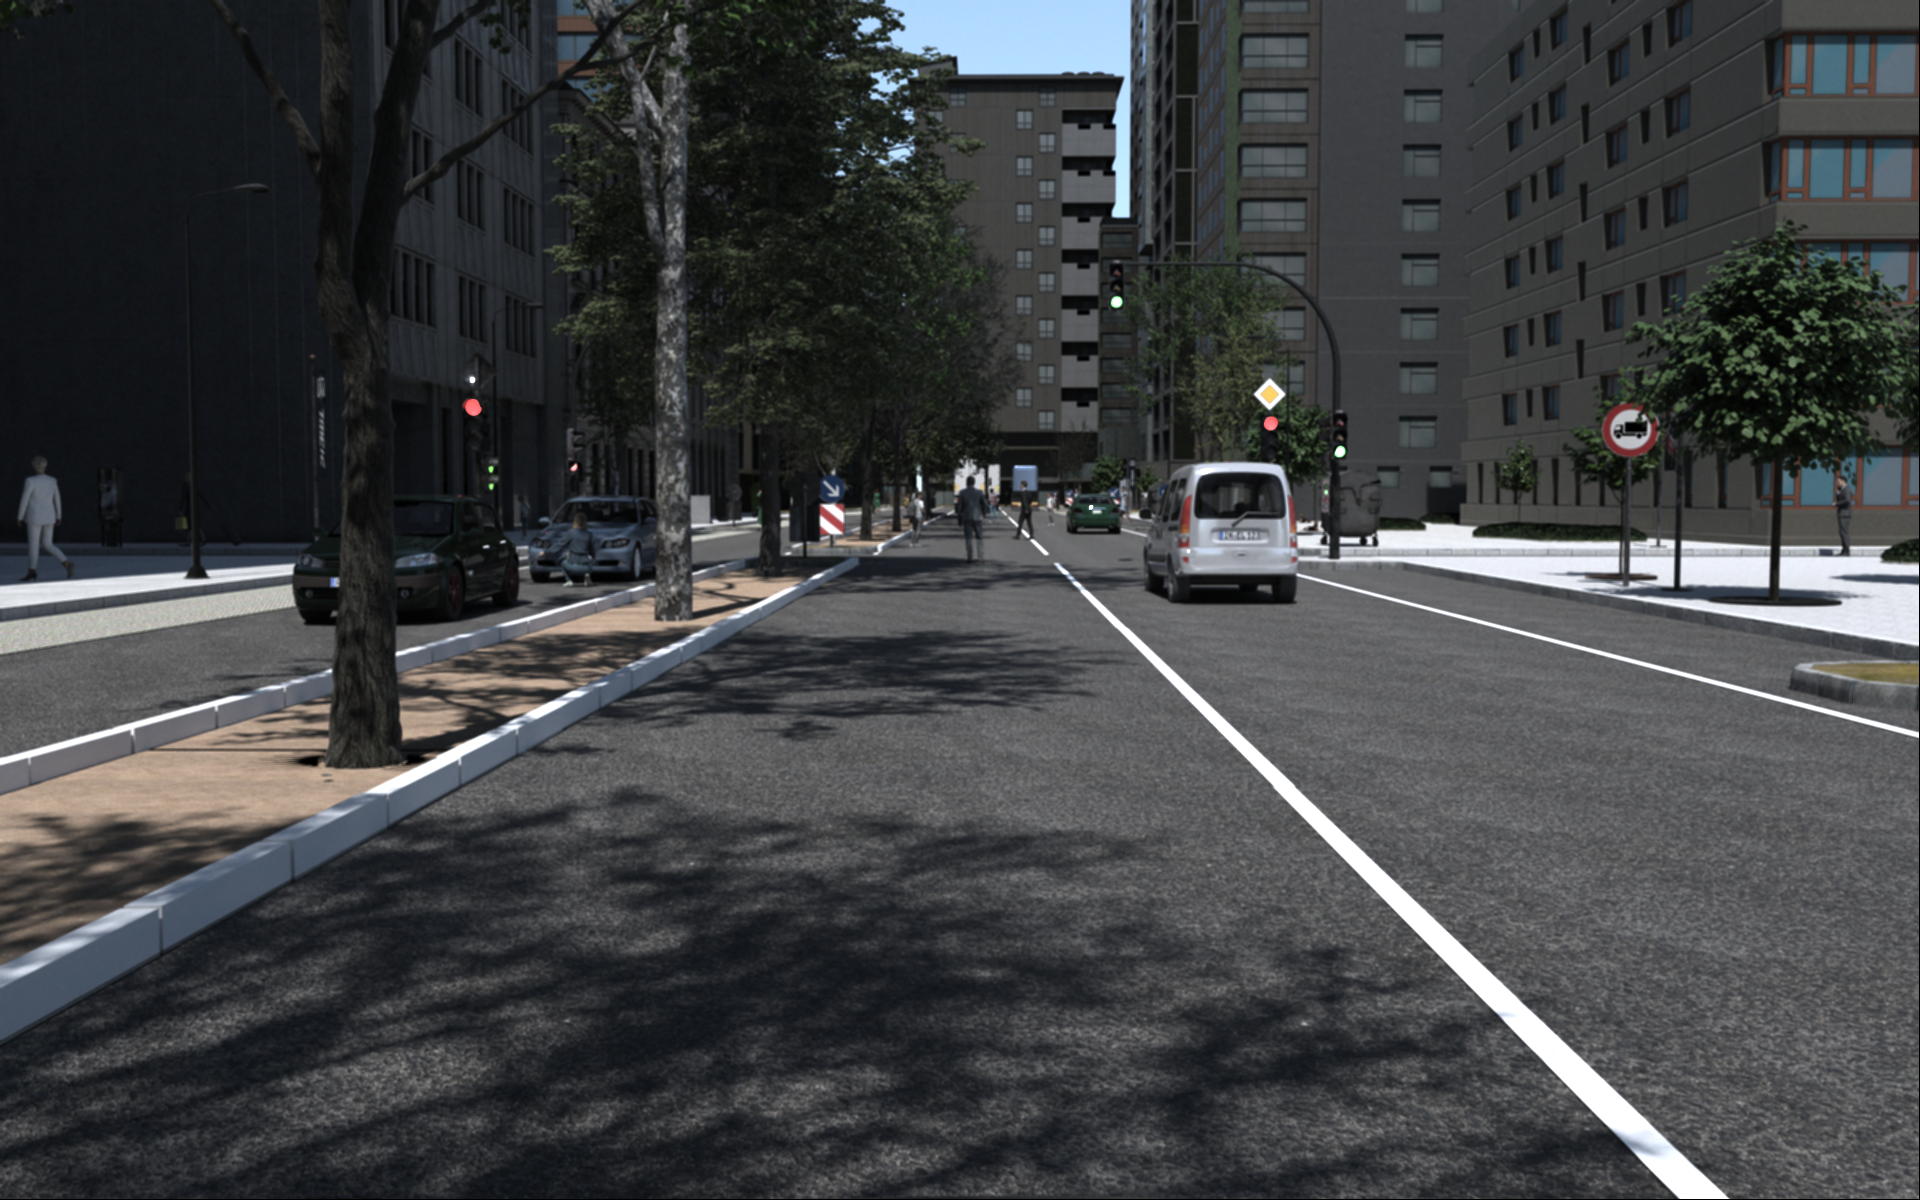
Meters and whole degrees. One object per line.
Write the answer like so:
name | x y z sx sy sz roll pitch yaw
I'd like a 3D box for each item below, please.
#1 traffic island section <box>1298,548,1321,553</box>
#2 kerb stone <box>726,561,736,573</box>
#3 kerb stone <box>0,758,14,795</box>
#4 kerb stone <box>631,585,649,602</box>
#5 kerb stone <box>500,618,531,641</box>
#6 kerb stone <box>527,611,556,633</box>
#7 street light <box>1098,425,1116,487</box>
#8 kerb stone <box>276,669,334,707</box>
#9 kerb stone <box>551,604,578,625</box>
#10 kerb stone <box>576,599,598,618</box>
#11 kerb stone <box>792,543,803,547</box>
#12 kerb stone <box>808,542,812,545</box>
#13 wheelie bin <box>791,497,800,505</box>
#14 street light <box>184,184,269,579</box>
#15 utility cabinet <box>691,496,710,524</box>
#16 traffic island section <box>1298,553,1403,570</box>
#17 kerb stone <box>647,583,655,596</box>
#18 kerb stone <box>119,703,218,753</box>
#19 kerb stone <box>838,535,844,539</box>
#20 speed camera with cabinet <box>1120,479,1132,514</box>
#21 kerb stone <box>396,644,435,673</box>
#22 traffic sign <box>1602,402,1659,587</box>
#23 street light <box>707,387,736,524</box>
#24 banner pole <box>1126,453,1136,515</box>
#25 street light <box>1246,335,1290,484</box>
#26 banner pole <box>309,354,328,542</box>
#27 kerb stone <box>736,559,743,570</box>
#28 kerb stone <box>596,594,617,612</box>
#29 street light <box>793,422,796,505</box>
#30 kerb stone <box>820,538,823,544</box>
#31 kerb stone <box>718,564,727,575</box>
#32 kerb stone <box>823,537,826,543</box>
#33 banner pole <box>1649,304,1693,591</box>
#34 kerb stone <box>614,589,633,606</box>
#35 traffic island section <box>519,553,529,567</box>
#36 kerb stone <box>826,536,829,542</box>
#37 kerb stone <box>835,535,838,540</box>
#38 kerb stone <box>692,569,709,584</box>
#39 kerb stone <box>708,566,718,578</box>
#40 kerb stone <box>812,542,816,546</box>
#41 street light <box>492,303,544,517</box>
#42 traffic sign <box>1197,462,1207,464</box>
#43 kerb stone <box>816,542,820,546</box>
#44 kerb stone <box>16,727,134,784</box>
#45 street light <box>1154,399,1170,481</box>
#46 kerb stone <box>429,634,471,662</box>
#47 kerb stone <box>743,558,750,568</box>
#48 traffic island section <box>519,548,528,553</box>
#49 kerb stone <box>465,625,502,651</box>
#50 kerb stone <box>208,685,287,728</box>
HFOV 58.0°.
traffic island section | 7.505 -1.214 42.124 2.009 0.180 2.903 0 4 1
kerb stone | -4.262 -0.570 31.507 0.120 0.150 1.000 0 4 1
kerb stone | -4.605 0.872 7.946 0.120 0.150 1.000 0 4 1
kerb stone | -4.375 -0.067 23.297 0.120 0.150 1.000 0 4 1
kerb stone | -4.469 0.311 17.159 0.120 0.150 1.000 0 4 1
kerb stone | -4.452 0.249 18.185 0.120 0.150 1.000 0 4 1
street light | 9.948 -8.812 116.615 1.470 5.913 1.316 0 4 1
kerb stone | -4.545 0.623 12.038 0.120 0.150 1.000 0 4 1
kerb stone | -4.443 0.183 19.208 0.120 0.150 1.000 0 4 1
kerb stone | -4.429 0.120 20.230 0.120 0.150 1.000 0 4 1
kerb stone | -4.093 -1.293 43.342 0.120 0.150 1.000 0 4 1
kerb stone | -4.068 -1.409 45.394 0.120 0.150 1.000 0 4 1
wheelie bin | -10.495 -6.411 112.720 0.980 1.594 0.693 0 4 -3
street light | -11.058 -3.278 26.134 1.470 5.913 1.316 0 4 1
utility cabinet | -11.250 -3.866 74.376 1.020 1.237 0.306 -2 4 -30
traffic island section | 7.389 -0.725 34.139 2.009 0.180 2.903 0 4 1
kerb stone | -4.380 -0.131 24.330 0.120 0.150 1.000 0 4 1
kerb stone | -4.577 0.747 9.993 0.120 0.150 1.000 0 4 1
kerb stone | -3.914 -2.044 55.621 0.120 0.150 1.000 0 4 1
speed camera with cabinet | 10.505 -7.061 109.777 0.660 3.252 2.038 1 4 12
kerb stone | -4.515 0.498 14.087 0.120 0.150 1.000 0 4 1
traffic sign | 9.236 -1.458 23.941 0.768 2.556 0.104 0 4 5
street light | -10.403 -6.291 75.395 1.470 5.913 1.316 0 4 1
banner pole | 10.454 -7.114 106.323 0.863 3.779 0.401 -2 4 -30
street light | 9.038 -4.778 50.654 1.470 5.913 1.316 0 4 1
banner pole | -11.442 -2.503 30.942 0.401 3.779 0.863 -3 4 -39
kerb stone | -4.250 -0.632 32.529 0.120 0.150 1.000 0 4 1
kerb stone | -4.408 0.058 21.252 0.120 0.150 1.000 0 4 1
street light | -9.893 -8.308 108.375 1.470 5.913 1.316 0 4 1
kerb stone | -4.018 -1.606 48.460 0.120 0.150 1.000 0 4 1
kerb stone | -4.277 -0.507 30.485 0.120 0.150 1.000 0 4 1
kerb stone | -4.005 -1.669 49.482 0.120 0.150 1.000 0 4 1
banner pole | 9.554 -2.027 23.150 0.401 3.779 0.863 0 4 4
kerb stone | -4.402 -0.005 22.274 0.120 0.150 1.000 0 4 1
traffic island section | -9.550 -0.741 34.388 2.009 0.180 2.903 0 4 1
kerb stone | -3.987 -1.730 50.504 0.120 0.150 1.000 0 4 1
kerb stone | -3.945 -1.916 53.576 0.120 0.150 1.000 0 4 1
kerb stone | -4.307 -0.374 28.441 0.120 0.150 1.000 0 4 1
kerb stone | -4.294 -0.445 29.464 0.120 0.150 1.000 0 4 1
kerb stone | -4.045 -1.475 46.416 0.120 0.150 1.000 0 4 1
street light | -10.819 -4.267 42.312 1.470 5.913 1.316 0 4 1
traffic sign | 9.558 -4.163 68.174 0.768 2.556 0.104 0 4 3
kerb stone | -4.025 -1.538 47.438 0.120 0.150 1.000 0 4 1
kerb stone | -4.600 0.813 8.972 0.120 0.150 1.000 0 4 1
street light | 9.548 -6.795 83.634 1.470 5.913 1.316 0 4 1
kerb stone | -4.494 0.433 15.109 0.120 0.150 1.000 0 4 1
kerb stone | -4.230 -0.688 33.559 0.120 0.150 1.000 0 4 1
traffic island section | -9.435 -1.229 42.373 2.009 0.180 2.903 0 4 1
kerb stone | -4.490 0.371 16.137 0.120 0.150 1.000 0 4 1
kerb stone | -4.559 0.684 11.016 0.120 0.150 1.000 0 4 1
